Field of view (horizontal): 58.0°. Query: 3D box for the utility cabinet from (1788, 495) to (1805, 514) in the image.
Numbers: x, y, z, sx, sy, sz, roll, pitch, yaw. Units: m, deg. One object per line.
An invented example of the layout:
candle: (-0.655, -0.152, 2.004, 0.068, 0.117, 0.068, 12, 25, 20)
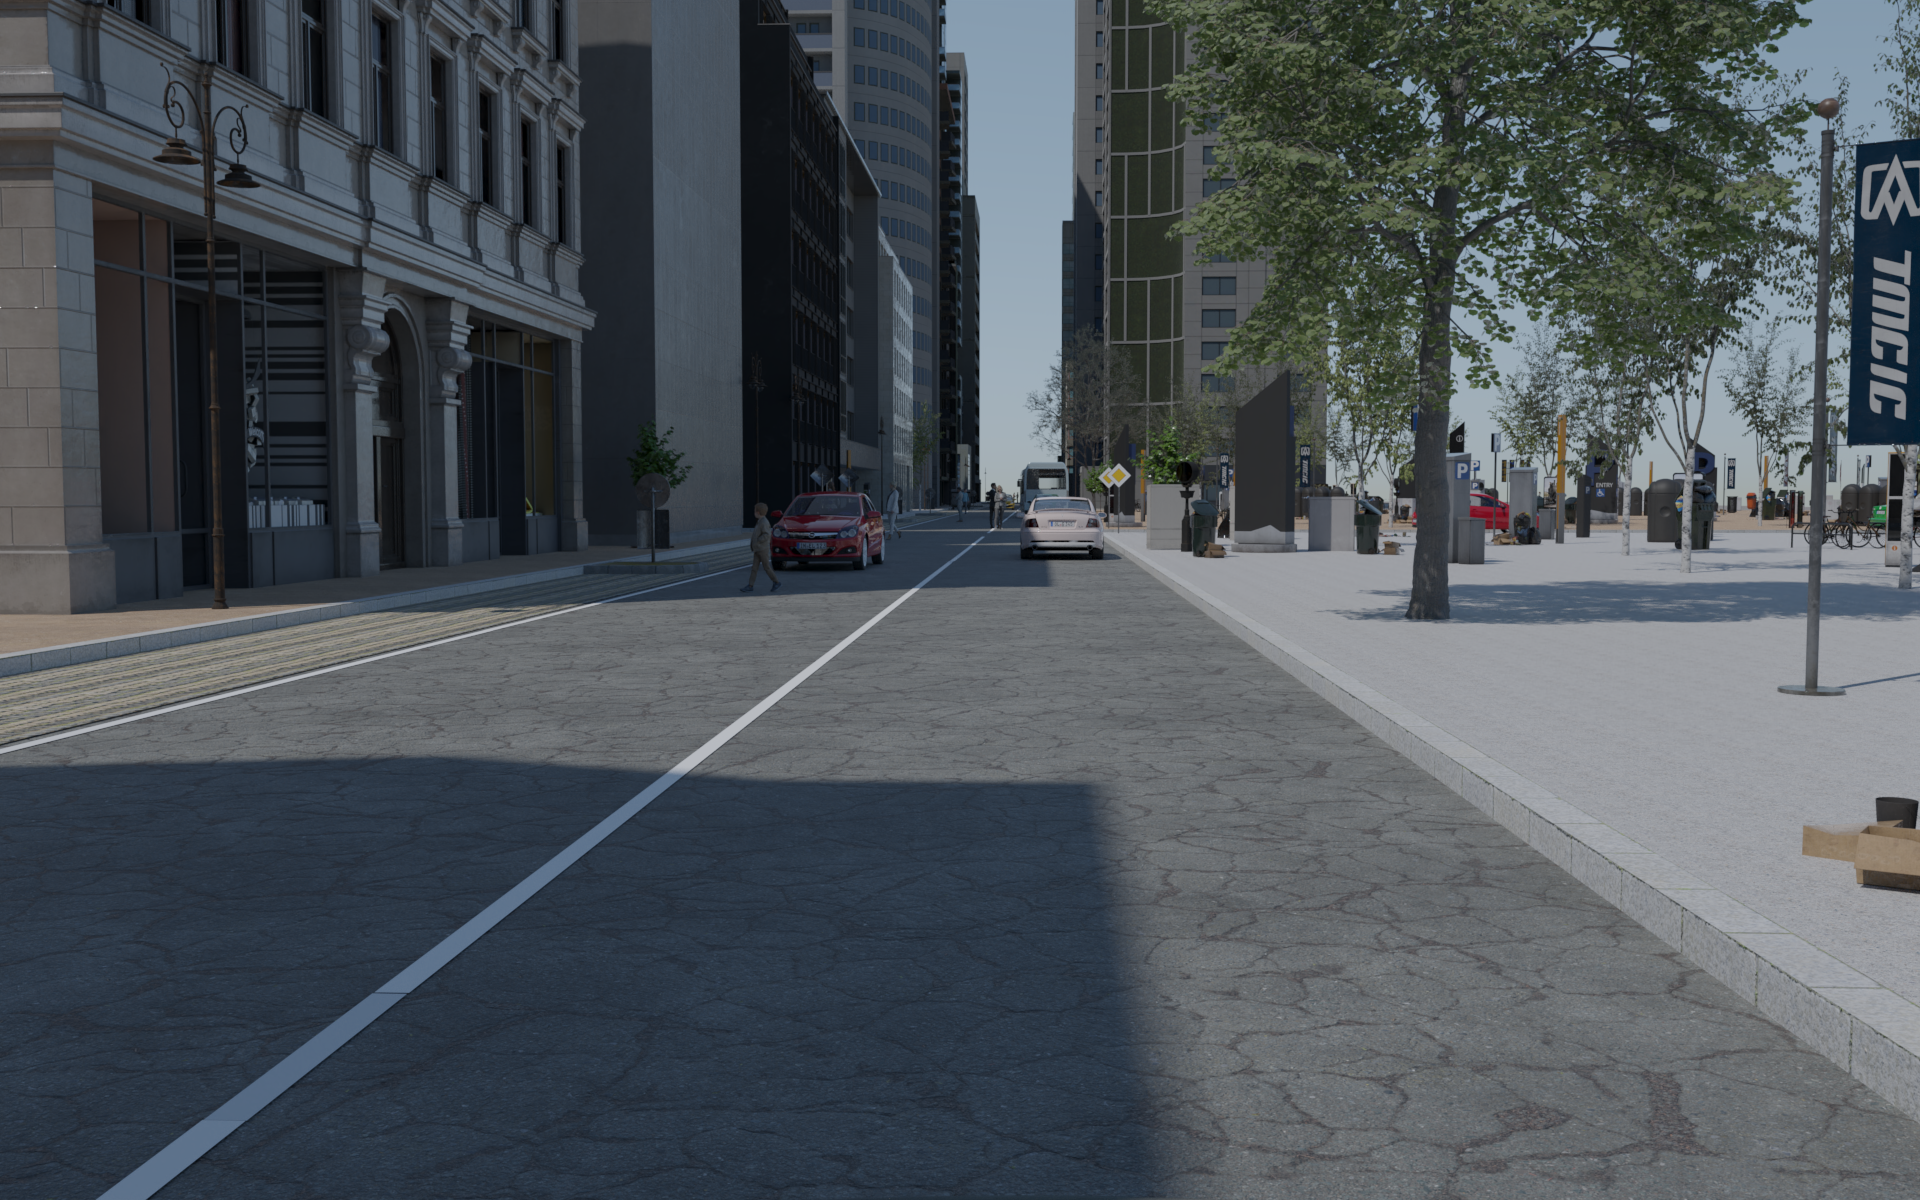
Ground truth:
utility cabinet: (53.356, -6.082, 110.596, 1.020, 1.237, 0.306, 2, 4, 35)

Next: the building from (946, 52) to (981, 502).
building: (-6.845, -51.864, 286.223, 20.563, 71.187, 20.611, 0, 4, 3)

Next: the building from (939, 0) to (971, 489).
building: (-9.413, -56.596, 238.023, 22.319, 86.520, 31.000, 0, 4, 3)

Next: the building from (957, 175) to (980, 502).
building: (-7.953, -39.277, 265.877, 21.300, 48.544, 21.600, 0, 4, 3)

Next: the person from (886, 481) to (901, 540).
person: (-2.055, -2.800, 54.153, 0.514, 1.842, 0.818, 3, 5, 43)

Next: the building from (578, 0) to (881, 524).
building: (-12.750, -16.932, 95.909, 14.314, 24.678, 30.058, 0, 4, 3)

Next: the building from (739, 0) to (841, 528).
building: (-12.055, -14.838, 72.281, 12.332, 23.373, 15.834, 0, 4, 3)

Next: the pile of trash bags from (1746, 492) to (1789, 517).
pile of trash bags: (44.741, -5.286, 96.180, 3.447, 1.369, 1.912, -3, 4, -36)

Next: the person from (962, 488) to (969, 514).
person: (0.333, -7.084, 124.182, 0.638, 1.841, 0.748, -1, 4, -12)

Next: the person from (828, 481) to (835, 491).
person: (-3.717, -2.481, 49.338, 0.520, 1.790, 0.573, -1, 4, -17)

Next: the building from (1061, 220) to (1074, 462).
building: (22.230, -35.244, 259.841, 14.154, 41.232, 14.086, 0, 4, 3)

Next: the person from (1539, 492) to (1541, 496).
person: (72.487, -12.700, 216.925, 0.721, 1.735, 1.217, 1, 4, 15)

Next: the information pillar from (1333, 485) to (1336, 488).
information pillar: (29.880, -8.165, 137.990, 0.304, 2.012, 0.304, 3, 5, 43)

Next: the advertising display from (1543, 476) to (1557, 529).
advertising display: (21.669, -3.552, 63.292, 0.123, 1.923, 0.974, -1, 4, -18)

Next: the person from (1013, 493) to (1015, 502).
person: (7.525, -14.031, 239.368, 0.415, 1.643, 0.593, -3, 4, -36)

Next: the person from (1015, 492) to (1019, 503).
person: (8.960, -16.091, 272.417, 0.721, 1.723, 1.217, 2, 4, 28)

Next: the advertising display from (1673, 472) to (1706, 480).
advertising display: (21.772, -2.848, 51.773, 0.123, 1.923, 0.974, -3, 4, -39)

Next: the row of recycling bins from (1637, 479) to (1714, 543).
row of recycling bins: (19.625, -2.440, 47.007, 1.069, 1.692, 3.534, 3, 5, 40)

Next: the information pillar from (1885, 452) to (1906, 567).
information pillar: (16.426, -1.582, 30.352, 0.304, 2.012, 0.304, 3, 4, 36)

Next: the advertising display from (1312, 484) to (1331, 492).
advertising display: (22.163, -6.198, 106.552, 0.974, 1.923, 0.123, 1, 4, 14)

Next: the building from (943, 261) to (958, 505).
building: (-7.588, -26.448, 204.119, 14.160, 30.474, 14.107, 0, 4, 3)

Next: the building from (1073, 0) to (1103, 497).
building: (22.304, -38.978, 179.291, 21.231, 58.520, 28.212, 0, 4, 3)

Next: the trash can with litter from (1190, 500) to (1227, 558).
trash can with litter: (5.082, -1.445, 35.015, 0.624, 1.170, 1.055, -1, 4, -19)

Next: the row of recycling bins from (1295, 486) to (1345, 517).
row of recycling bins: (19.565, -5.368, 94.884, 1.069, 1.692, 3.534, -3, 5, -40)

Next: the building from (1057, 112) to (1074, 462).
building: (27.229, -59.233, 281.132, 22.319, 86.520, 31.000, 0, 4, 3)

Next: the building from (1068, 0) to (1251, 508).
building: (22.102, -46.792, 203.304, 20.563, 71.187, 20.611, 0, 4, 3)

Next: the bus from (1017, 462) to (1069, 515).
bus: (5.075, -6.822, 106.406, 2.948, 3.499, 13.247, 0, 4, 1)

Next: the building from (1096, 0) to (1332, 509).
building: (21.116, -43.811, 154.567, 20.563, 71.187, 20.611, 0, 4, 3)

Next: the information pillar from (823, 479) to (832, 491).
information pillar: (-5.514, -4.125, 71.932, 0.304, 2.012, 0.304, -3, 5, -44)

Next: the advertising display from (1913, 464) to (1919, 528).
advertising display: (20.410, -1.906, 36.373, 0.974, 1.923, 0.123, 1, 4, 20)

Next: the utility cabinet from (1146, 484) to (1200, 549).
utility cabinet: (4.912, -1.914, 39.970, 1.173, 1.500, 0.318, -1, 4, -11)

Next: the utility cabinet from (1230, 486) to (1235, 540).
utility cabinet: (7.841, -2.340, 46.940, 0.318, 1.500, 1.173, -2, 4, -35)

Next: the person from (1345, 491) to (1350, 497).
person: (48.926, -12.880, 219.182, 1.348, 1.812, 0.705, 2, 4, 33)

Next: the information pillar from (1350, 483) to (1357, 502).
information pillar: (26.937, -6.978, 118.578, 0.304, 2.012, 0.304, -2, 4, -31)

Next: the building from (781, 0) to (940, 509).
building: (-13.101, -37.402, 153.527, 21.231, 58.520, 28.212, 0, 4, 3)

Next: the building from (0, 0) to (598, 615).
building: (-13.807, -10.300, 19.313, 10.553, 20.767, 40.483, 0, 4, 3)

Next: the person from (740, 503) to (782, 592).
person: (-2.900, -0.771, 25.377, 0.640, 1.303, 0.475, -2, 4, -35)

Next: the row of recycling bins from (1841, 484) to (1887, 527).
row of recycling bins: (36.244, -3.726, 68.028, 1.069, 1.692, 3.534, -2, 4, -26)

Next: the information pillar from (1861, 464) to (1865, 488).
information pillar: (69.627, -8.699, 133.583, 0.504, 3.616, 0.183, -3, 5, -44)

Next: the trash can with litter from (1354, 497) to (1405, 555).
trash can with litter: (8.902, -1.551, 36.744, 1.055, 1.170, 0.624, 2, 4, 28)

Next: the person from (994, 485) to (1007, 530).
person: (1.655, -3.757, 70.104, 0.537, 1.800, 0.526, 0, 4, 0)

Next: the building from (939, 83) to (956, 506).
building: (-11.808, -32.280, 182.404, 22.147, 44.769, 28.867, 0, 4, 3)

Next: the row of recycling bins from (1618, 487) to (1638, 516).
row of recycling bins: (39.359, -5.810, 102.104, 3.534, 1.692, 1.069, 1, 4, 15)

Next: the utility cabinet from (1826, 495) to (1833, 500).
utility cabinet: (59.964, -6.664, 120.124, 1.020, 1.237, 0.306, 2, 4, 28)

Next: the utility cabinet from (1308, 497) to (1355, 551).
utility cabinet: (8.365, -1.701, 38.974, 1.020, 1.237, 0.306, 1, 4, 13)

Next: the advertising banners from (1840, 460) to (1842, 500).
advertising banners: (45.088, -5.653, 88.618, 0.090, 3.025, 2.074, 2, 4, 24)

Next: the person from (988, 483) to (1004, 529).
person: (1.458, -3.915, 71.876, 0.474, 1.900, 0.648, -3, 4, -36)

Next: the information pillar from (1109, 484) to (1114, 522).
information pillar: (6.410, -4.173, 72.715, 0.304, 2.012, 0.304, 1, 4, 9)

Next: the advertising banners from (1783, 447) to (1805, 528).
advertising banners: (31.367, -4.221, 65.205, 2.074, 3.025, 0.090, -3, 5, -43)

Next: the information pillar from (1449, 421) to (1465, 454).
information pillar: (16.033, -3.946, 55.878, 0.504, 3.616, 0.183, 2, 4, 28)

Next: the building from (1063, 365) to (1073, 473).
building: (28.328, -24.077, 238.693, 27.650, 21.520, 28.899, 0, 4, 3)

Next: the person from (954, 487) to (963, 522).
person: (-0.080, -4.940, 89.447, 0.466, 1.800, 0.511, 0, 4, 3)

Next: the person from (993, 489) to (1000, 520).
person: (2.026, -5.244, 94.101, 0.748, 1.841, 0.638, -1, 4, -22)

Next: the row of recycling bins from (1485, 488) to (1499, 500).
row of recycling bins: (35.723, -6.826, 118.725, 1.069, 1.692, 3.534, -1, 4, -16)

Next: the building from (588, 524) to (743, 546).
building: (-22.058, -14.109, 49.753, 30.058, 24.678, 14.314, 0, 4, 3)

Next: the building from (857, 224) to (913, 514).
building: (-9.071, -16.192, 119.490, 10.420, 20.320, 16.860, 0, 4, 3)
